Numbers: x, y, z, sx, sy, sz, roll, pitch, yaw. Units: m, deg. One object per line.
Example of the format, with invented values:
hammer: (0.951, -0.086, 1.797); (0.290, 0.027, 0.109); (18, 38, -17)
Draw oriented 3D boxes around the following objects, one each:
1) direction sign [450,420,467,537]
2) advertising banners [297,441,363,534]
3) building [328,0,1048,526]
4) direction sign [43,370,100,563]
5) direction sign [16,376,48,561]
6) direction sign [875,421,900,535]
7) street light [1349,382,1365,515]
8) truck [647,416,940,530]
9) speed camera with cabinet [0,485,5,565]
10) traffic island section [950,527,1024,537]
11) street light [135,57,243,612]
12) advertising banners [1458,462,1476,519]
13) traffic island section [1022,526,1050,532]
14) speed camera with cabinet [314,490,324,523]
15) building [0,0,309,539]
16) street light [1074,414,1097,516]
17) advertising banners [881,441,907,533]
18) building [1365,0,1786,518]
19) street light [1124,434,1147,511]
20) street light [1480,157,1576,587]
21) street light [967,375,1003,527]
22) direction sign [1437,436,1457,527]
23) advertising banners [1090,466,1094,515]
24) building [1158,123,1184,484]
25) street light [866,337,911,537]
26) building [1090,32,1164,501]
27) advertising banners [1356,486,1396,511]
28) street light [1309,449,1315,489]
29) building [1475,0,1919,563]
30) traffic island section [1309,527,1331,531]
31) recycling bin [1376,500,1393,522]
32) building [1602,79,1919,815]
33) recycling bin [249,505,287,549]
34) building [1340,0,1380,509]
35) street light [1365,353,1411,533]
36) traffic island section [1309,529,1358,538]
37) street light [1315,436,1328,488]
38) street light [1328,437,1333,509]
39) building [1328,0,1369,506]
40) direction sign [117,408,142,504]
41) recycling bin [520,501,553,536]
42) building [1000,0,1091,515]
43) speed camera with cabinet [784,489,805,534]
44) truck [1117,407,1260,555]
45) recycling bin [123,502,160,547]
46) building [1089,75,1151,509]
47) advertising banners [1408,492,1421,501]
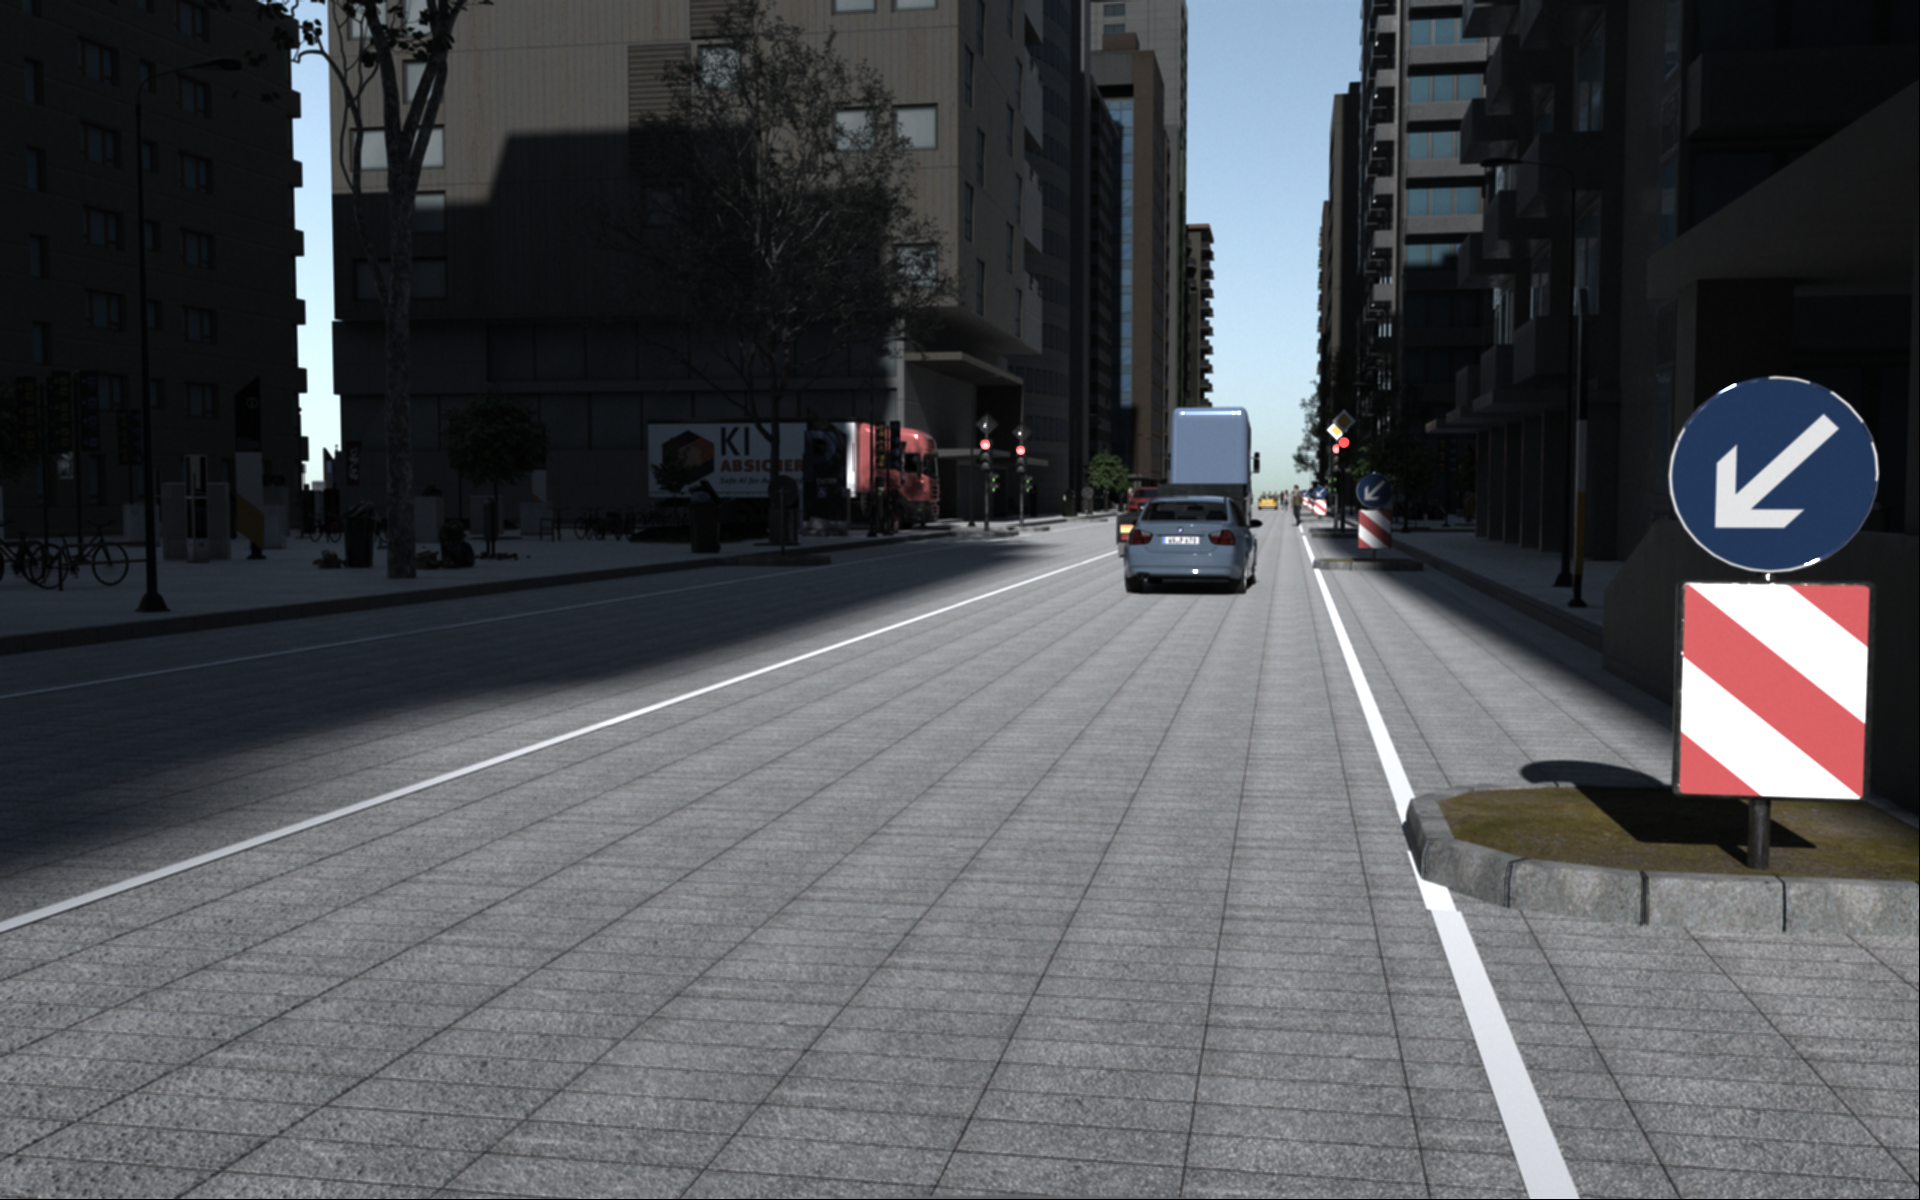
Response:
direction sign: (-15.091, -3.686, 52.262); (0.379, 3.537, 0.876); (1, 4, 20)
advertising banners: (-20.537, -3.688, 56.490); (2.074, 3.025, 0.090); (-2, 4, -28)
building: (-10.835, -30.148, 82.160); (28.713, 52.752, 27.495); (1, 4, 11)
direction sign: (-16.220, -2.436, 31.833); (0.876, 3.537, 0.379); (0, 4, 5)
direction sign: (-17.715, -2.538, 33.494); (0.876, 3.537, 0.379); (-1, 4, -16)
direction sign: (-2.245, -3.783, 53.857); (0.876, 3.537, 0.379); (2, 4, 28)
street light: (17.014, -6.082, 71.987); (1.470, 5.913, 1.316); (1, 4, 11)
truck: (-5.770, -4.593, 64.005); (11.283, 4.237, 2.839); (1, 4, 9)
speed camera with cabinet: (-16.790, -2.139, 29.309); (0.660, 3.252, 2.038); (-1, 4, -16)
traffic island section: (0.898, -2.293, 59.778); (2.009, 0.180, 2.903); (1, 4, 11)
street light: (-8.307, -2.821, 18.673); (1.470, 5.913, 1.316); (1, 4, 11)
advertising banners: (26.156, -5.688, 89.183); (0.090, 3.025, 2.074); (-1, 4, -13)
traffic island section: (2.383, -2.773, 67.624); (2.009, 0.180, 2.903); (1, 4, 11)
speed camera with cabinet: (-29.486, -5.071, 77.250); (2.038, 3.252, 0.660); (0, 4, -7)
building: (-40.853, -12.700, 52.688); (28.899, 21.520, 27.650); (1, 4, 11)
street light: (7.249, -7.848, 100.863); (1.470, 5.913, 1.316); (1, 4, 11)
advertising banners: (-2.135, -3.705, 56.760); (0.090, 3.025, 2.074); (1, 4, 20)
building: (39.738, -30.583, 119.646); (23.786, 49.044, 30.456); (1, 4, 11)
street light: (13.397, -9.851, 133.597); (1.470, 5.913, 1.316); (1, 4, 11)
street light: (7.867, -3.144, 23.953); (1.470, 5.913, 1.316); (1, 4, 11)
street light: (0.992, -5.829, 67.843); (1.470, 5.913, 1.316); (1, 4, 11)
direction sign: (19.087, -4.642, 67.893); (0.379, 3.537, 0.876); (-3, 4, -39)
advertising banners: (8.112, -6.747, 106.496); (0.090, 3.025, 2.074); (1, 4, 12)
building: (16.260, -30.818, 187.464); (14.154, 41.232, 14.086); (1, 4, 11)
street light: (-2.099, -4.823, 51.395); (1.470, 5.913, 1.316); (1, 4, 11)
building: (12.894, -32.018, 173.608); (14.600, 45.320, 14.200); (1, 4, 11)
advertising banners: (20.015, -5.294, 82.752); (2.074, 3.025, 0.090); (1, 4, 12)
street light: (37.307, -12.683, 179.902); (1.470, 5.913, 1.316); (1, 4, 11)
building: (23.490, -25.591, 38.021); (23.786, 49.044, 30.456); (1, 4, 11)
traffic island section: (14.214, -2.637, 65.388); (2.009, 0.180, 2.903); (1, 4, 11)
recycling bin: (19.591, -4.125, 79.995); (0.722, 1.027, 0.722); (0, 4, 6)
building: (19.816, -19.041, 3.203); (32.217, 40.220, 23.993); (1, 4, 11)
recycling bin: (-16.255, -1.719, 40.653); (0.722, 1.027, 0.722); (-1, 4, -11)
building: (43.384, -43.377, 147.459); (20.563, 71.187, 20.611); (1, 4, 11)
street light: (14.190, -5.174, 57.141); (1.470, 5.913, 1.316); (1, 4, 11)
traffic island section: (12.729, -2.157, 57.542); (2.009, 0.180, 2.903); (1, 4, 11)
street light: (30.961, -10.632, 146.373); (1.470, 5.913, 1.316); (1, 4, 11)
street light: (23.251, -8.114, 105.202); (1.470, 5.913, 1.316); (1, 4, 11)
building: (48.957, -52.576, 172.287); (22.319, 86.520, 31.000); (1, 4, 11)
direction sign: (-22.115, -3.314, 46.173); (0.379, 3.537, 0.876); (1, 4, 12)
recycling bin: (-13.201, -2.531, 53.938); (0.722, 1.027, 0.722); (2, 4, 34)
building: (-3.221, -35.166, 116.968); (21.231, 58.520, 28.212); (1, 4, 11)
speed camera with cabinet: (-5.007, -3.747, 55.595); (2.038, 3.252, 0.660); (-1, 4, -19)
truck: (6.568, -3.562, 47.991); (2.967, 4.110, 18.799); (1, 4, 11)
recycling bin: (-20.006, -1.821, 42.334); (0.722, 1.027, 0.722); (-2, 4, -34)
building: (0.842, -28.426, 156.638); (32.217, 40.220, 23.993); (1, 4, 11)
advertising banners: (27.580, -6.727, 106.180); (0.090, 3.025, 2.074); (-1, 4, -21)
